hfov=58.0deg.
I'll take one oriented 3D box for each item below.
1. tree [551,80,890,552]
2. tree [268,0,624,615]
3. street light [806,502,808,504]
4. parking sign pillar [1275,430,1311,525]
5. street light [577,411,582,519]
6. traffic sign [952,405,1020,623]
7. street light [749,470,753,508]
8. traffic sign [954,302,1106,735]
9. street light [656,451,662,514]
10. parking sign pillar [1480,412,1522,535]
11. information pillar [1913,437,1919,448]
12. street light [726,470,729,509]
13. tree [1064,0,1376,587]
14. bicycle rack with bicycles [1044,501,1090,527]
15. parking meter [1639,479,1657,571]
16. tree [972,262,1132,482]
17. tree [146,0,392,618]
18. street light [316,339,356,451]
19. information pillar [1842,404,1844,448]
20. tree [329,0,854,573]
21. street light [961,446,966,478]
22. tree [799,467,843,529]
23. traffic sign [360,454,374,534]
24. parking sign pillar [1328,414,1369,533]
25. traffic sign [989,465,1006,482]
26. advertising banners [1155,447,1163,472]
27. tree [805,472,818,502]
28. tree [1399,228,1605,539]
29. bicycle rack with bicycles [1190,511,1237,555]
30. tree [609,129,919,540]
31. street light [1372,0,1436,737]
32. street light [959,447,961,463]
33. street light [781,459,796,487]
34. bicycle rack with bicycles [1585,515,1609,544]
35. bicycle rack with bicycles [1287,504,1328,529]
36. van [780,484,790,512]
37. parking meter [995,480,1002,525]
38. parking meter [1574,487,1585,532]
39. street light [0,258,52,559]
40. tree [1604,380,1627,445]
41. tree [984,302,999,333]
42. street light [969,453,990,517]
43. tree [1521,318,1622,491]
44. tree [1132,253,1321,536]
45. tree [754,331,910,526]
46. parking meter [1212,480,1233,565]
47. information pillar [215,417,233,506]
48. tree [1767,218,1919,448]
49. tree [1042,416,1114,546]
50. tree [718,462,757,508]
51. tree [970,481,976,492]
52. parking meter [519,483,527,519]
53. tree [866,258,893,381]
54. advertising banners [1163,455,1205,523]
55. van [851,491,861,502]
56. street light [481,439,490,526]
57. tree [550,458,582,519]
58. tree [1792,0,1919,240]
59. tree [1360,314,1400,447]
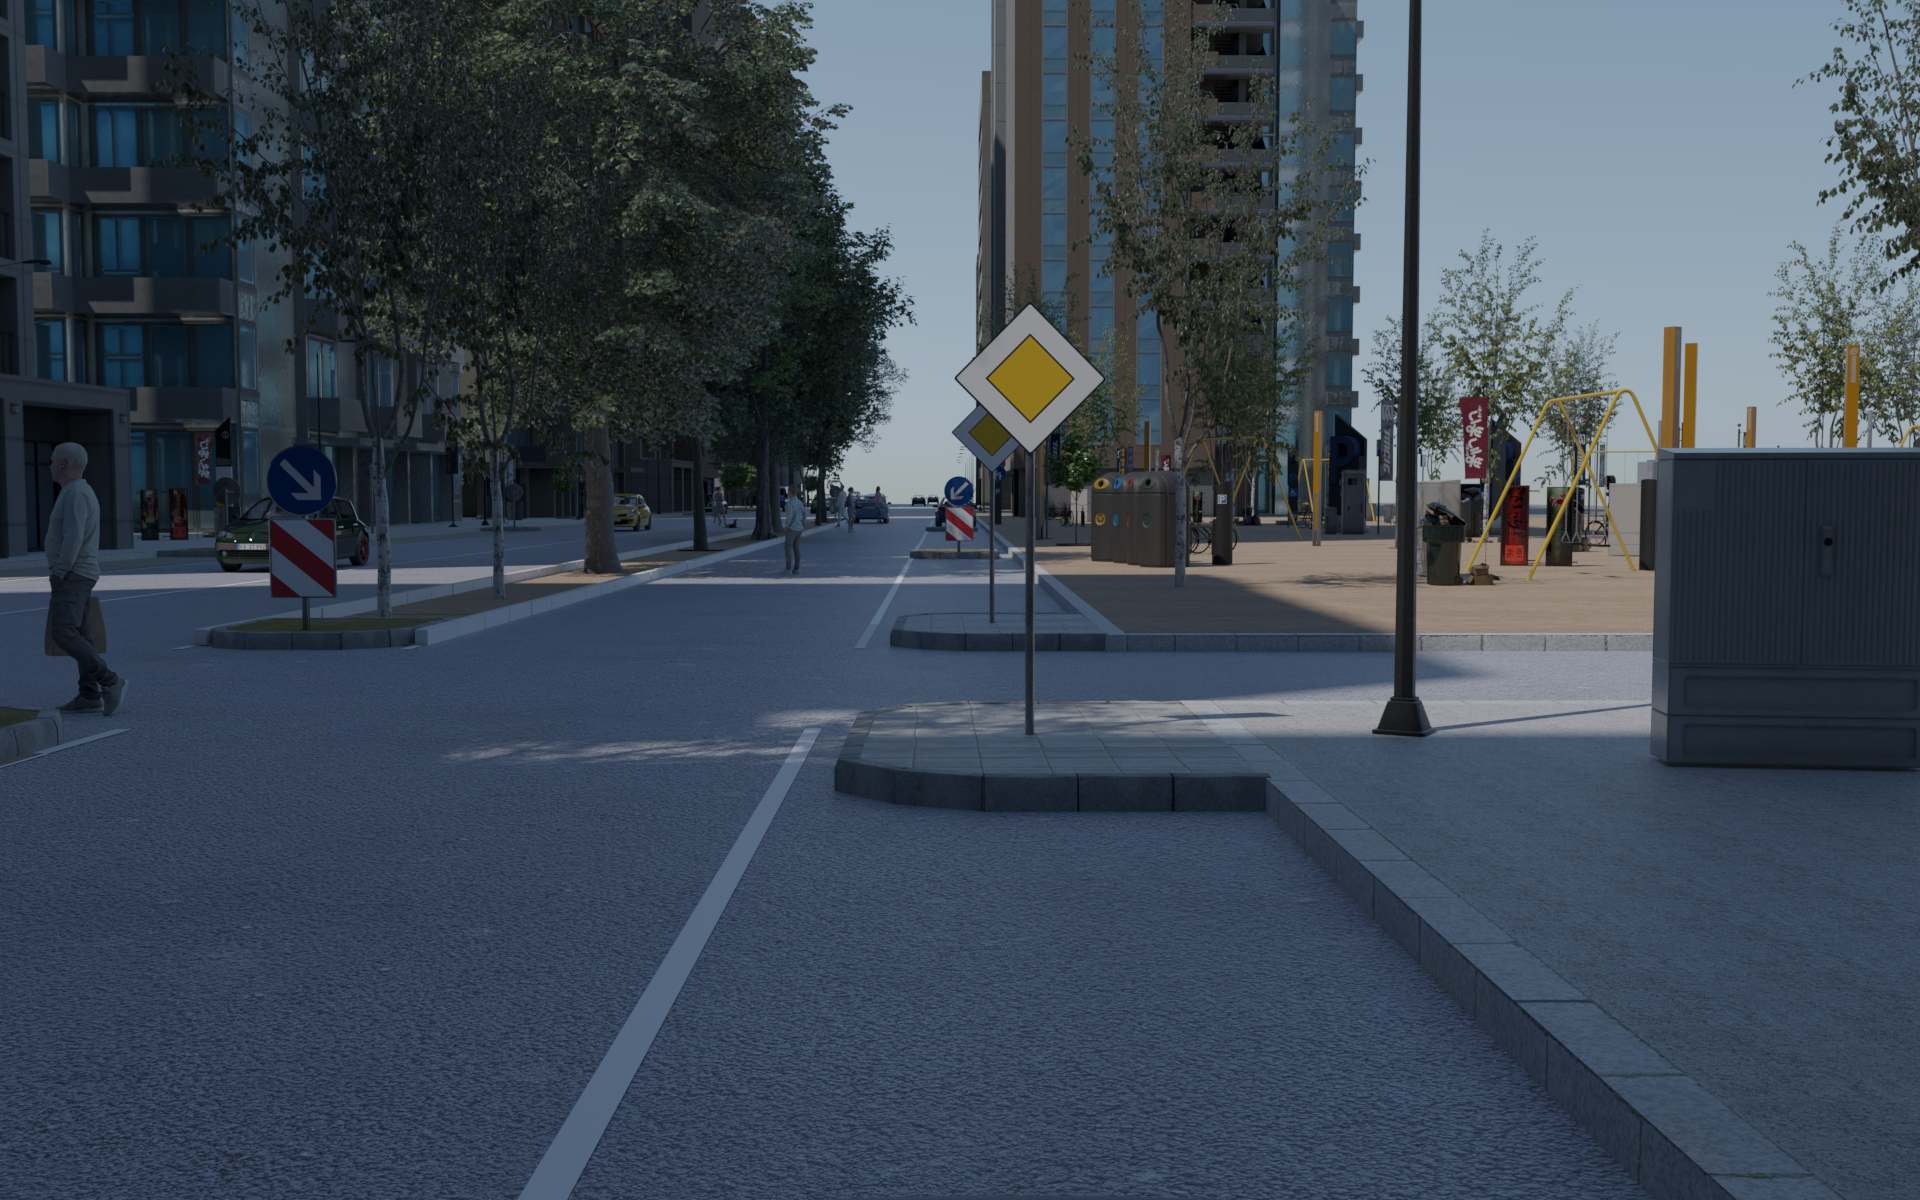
[{"bbox_3d":[-6.574,-7.018,42.950,9.928,11.665,9.643,0,3,0],"label":"tree"},{"bbox_3d":[-6.224,-4.290,22.956,4.360,8.622,3.978,0,3,0],"label":"tree"},{"bbox_3d":[-19.700,-14.725,213.292,1.470,5.913,1.316,0,4,0],"label":"street light"},{"bbox_3d":[13.866,-5.111,72.030,1.447,3.967,1.447,1,4,11],"label":"parking sign pillar"},{"bbox_3d":[-18.814,-7.053,87.851,1.470,5.913,1.316,0,4,0],"label":"street light"},{"bbox_3d":[0.315,-0.827,17.160,0.795,2.450,0.064,0,4,0],"label":"traffic sign"},{"bbox_3d":[-19.352,-11.771,164.990,1.470,5.913,1.316,0,4,0],"label":"street light"},{"bbox_3d":[0.368,-0.338,9.175,0.795,2.450,0.064,0,4,0],"label":"traffic sign"},{"bbox_3d":[-19.001,-8.546,112.263,1.470,5.913,1.316,0,4,0],"label":"street light"},{"bbox_3d":[16.974,-4.080,55.186,1.447,3.967,1.447,2,4,35],"label":"parking sign pillar"},{"bbox_3d":[35.830,-4.487,64.716,0.504,3.616,0.183,0,4,-5],"label":"information pillar"},{"bbox_3d":[-19.294,-10.691,147.345,1.470,5.913,1.316,0,4,0],"label":"street light"},{"bbox_3d":[3.139,-4.475,23.526,4.360,8.622,3.978,0,3,0],"label":"tree"},{"bbox_3d":[3.823,-3.328,67.787,2.852,0.926,2.925,0,4,6],"label":"bicycle rack with bicycles"},{"bbox_3d":[11.633,-1.267,29.122,0.372,1.533,0.369,0,3,0],"label":"parking meter"},{"bbox_3d":[2.452,-6.358,54.321,4.737,8.622,4.395,0,3,0],"label":"tree"},{"bbox_3d":[-6.293,-4.017,18.503,4.360,8.622,3.978,0,3,0],"label":"tree"},{"bbox_3d":[-18.665,-4.854,51.908,1.470,5.913,1.316,0,4,0],"label":"street light"},{"bbox_3d":[22.536,-3.219,43.988,0.183,3.616,0.504,0,4,0],"label":"information pillar"},{"bbox_3d":[-6.465,-7.445,30.843,9.857,13.997,8.962,0,3,0],"label":"tree"},{"bbox_3d":[1.023,-9.818,133.070,1.470,5.913,1.316,0,4,0],"label":"street light"},{"bbox_3d":[-6.397,-7.230,71.024,4.360,8.622,3.978,0,3,0],"label":"tree"},{"bbox_3d":[-18.897,-3.396,55.631,0.768,2.556,0.104,0,4,2],"label":"traffic sign"},{"bbox_3d":[12.914,-4.233,57.681,1.447,3.967,1.447,-3,4,-37],"label":"parking sign pillar"},{"bbox_3d":[1.625,-4.586,75.087,0.768,2.556,0.104,0,4,5],"label":"traffic sign"},{"bbox_3d":[7.097,-4.181,64.554,0.090,3.025,2.074,2,4,25],"label":"advertising banners"},{"bbox_3d":[-21.683,-16.426,252.282,4.285,4.588,4.351,0,3,0],"label":"tree"},{"bbox_3d":[15.148,-6.025,48.869,4.737,8.622,4.395,0,3,0],"label":"tree"},{"bbox_3d":[4.543,-1.465,37.337,2.925,0.926,2.852,0,4,-6],"label":"bicycle rack with bicycles"},{"bbox_3d":[-6.074,-8.174,53.104,9.611,12.733,9.660,0,3,0],"label":"tree"},{"bbox_3d":[1.846,-2.238,9.135,1.470,5.913,1.316,0,4,0],"label":"street light"},{"bbox_3d":[0.862,-10.882,150.465,1.470,5.913,1.316,0,4,0],"label":"street light"},{"bbox_3d":[-19.618,-13.650,195.719,1.470,5.913,1.316,0,4,0],"label":"street light"},{"bbox_3d":[16.897,-1.792,42.677,2.925,0.926,2.852,0,4,3],"label":"bicycle rack with bicycles"},{"bbox_3d":[13.629,-3.122,64.420,2.925,0.926,2.852,-1,4,-17],"label":"bicycle rack with bicycles"},{"bbox_3d":[-15.027,-8.425,142.127,2.240,2.365,5.245,0,4,2],"label":"van"},{"bbox_3d":[1.530,-4.081,72.437,0.399,1.863,0.255,-1,4,-13],"label":"parking meter"},{"bbox_3d":[20.915,-3.066,58.548,0.372,1.533,0.369,0,3,0],"label":"parking meter"},{"bbox_3d":[-18.587,-3.775,34.268,1.470,5.913,1.316,0,4,0],"label":"street light"},{"bbox_3d":[28.642,-8.004,81.229,4.737,8.622,4.395,0,3,0],"label":"tree"},{"bbox_3d":[2.646,-6.815,61.788,4.360,8.622,3.978,0,3,0],"label":"tree"},{"bbox_3d":[1.299,-7.651,97.637,1.470,5.913,1.316,0,4,0],"label":"street light"},{"bbox_3d":[25.921,-7.510,73.155,4.360,8.622,3.978,0,3,0],"label":"tree"},{"bbox_3d":[8.594,-6.287,53.161,4.737,8.622,4.395,0,3,0],"label":"tree"},{"bbox_3d":[-6.410,-8.588,77.286,8.767,10.594,7.601,0,4,0],"label":"tree"},{"bbox_3d":[4.769,-1.410,31.463,0.372,1.533,0.369,0,3,0],"label":"parking meter"},{"bbox_3d":[-22.238,-3.733,52.386,0.504,3.616,0.183,0,4,4],"label":"information pillar"},{"bbox_3d":[23.925,-5.928,47.280,4.737,8.622,4.395,0,3,0],"label":"tree"},{"bbox_3d":[2.763,-2.957,42.954,1.663,3.219,1.824,0,3,0],"label":"tree"},{"bbox_3d":[-20.743,-11.291,168.315,4.285,4.588,4.351,0,3,0],"label":"tree"},{"bbox_3d":[1.108,-14.113,225.352,1.663,3.219,1.824,0,3,0],"label":"tree"},{"bbox_3d":[-22.676,-5.140,89.752,0.399,1.863,0.255,1,4,15],"label":"parking meter"},{"bbox_3d":[-6.861,-9.453,63.663,9.857,13.997,8.962,0,3,0],"label":"tree"},{"bbox_3d":[9.862,-4.937,76.913,2.074,3.025,0.090,2,4,27],"label":"advertising banners"},{"bbox_3d":[-14.093,-13.822,232.998,2.013,2.044,4.112,0,4,-2],"label":"van"},{"bbox_3d":[-18.820,-5.989,70.455,1.470,5.913,1.316,0,4,0],"label":"street light"},{"bbox_3d":[-20.457,-5.844,90.149,1.663,3.219,1.824,0,3,0],"label":"tree"},{"bbox_3d":[11.279,-4.217,19.318,4.360,8.622,3.978,0,3,0],"label":"tree"},{"bbox_3d":[17.559,-7.139,67.080,4.737,8.622,4.395,0,3,0],"label":"tree"}]
